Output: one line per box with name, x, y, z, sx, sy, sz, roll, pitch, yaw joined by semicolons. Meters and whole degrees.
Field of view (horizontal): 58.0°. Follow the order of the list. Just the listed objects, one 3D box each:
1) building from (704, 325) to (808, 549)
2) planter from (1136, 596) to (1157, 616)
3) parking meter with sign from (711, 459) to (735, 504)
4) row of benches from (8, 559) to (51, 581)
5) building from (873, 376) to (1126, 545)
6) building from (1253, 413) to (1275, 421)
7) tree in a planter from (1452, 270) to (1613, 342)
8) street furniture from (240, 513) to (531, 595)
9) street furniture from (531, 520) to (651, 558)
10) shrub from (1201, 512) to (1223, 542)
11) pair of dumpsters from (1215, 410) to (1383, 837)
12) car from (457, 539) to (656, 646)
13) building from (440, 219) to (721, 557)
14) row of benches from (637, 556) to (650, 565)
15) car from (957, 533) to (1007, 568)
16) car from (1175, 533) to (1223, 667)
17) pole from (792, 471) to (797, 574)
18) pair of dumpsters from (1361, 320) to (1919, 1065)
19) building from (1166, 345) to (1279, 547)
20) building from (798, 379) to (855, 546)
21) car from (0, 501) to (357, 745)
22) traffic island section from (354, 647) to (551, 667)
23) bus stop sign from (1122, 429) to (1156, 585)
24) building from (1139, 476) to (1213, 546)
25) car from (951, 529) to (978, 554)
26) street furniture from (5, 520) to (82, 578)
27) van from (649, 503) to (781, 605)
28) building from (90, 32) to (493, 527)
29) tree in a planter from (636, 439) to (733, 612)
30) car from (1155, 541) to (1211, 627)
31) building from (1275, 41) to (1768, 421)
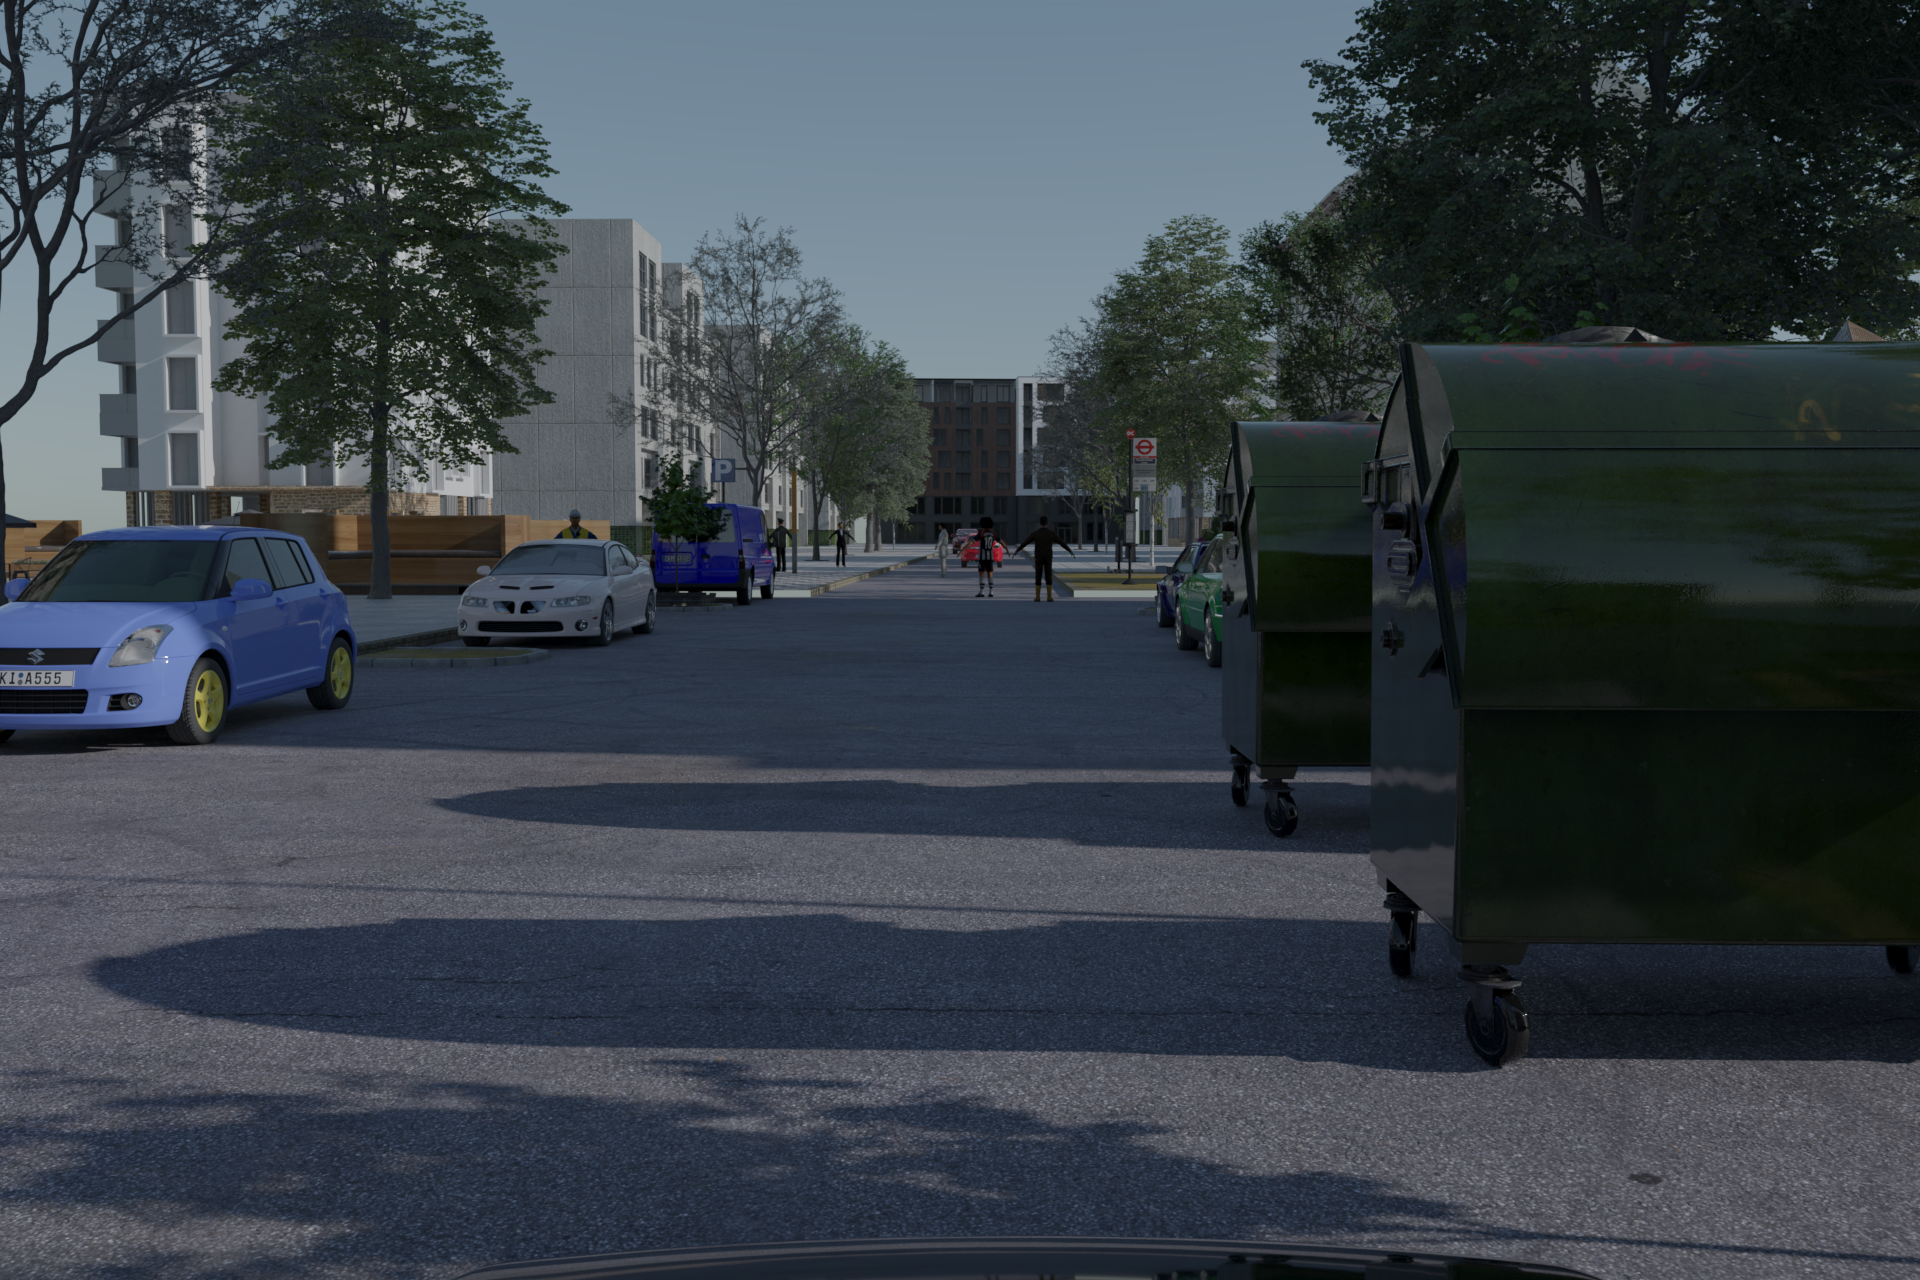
building;-24.615;-18.097;162.343;16.747;18.905;31.486;0;4;2
planter;4.201;-0.617;31.227;1.991;0.319;1.994;0;4;2
parking meter with sign;-5.413;-2.728;40.864;0.543;3.016;1.738;0;4;3
row of benches;-22.344;-1.782;44.604;4.104;0.672;1.422;-2;4;-34
building;4.422;-23.846;236.313;32.646;21.610;27.936;0;4;-4
building;25.587;-10.636;116.047;9.099;9.664;28.070;0;4;2
tree in a planter;3.793;-0.890;11.774;1.991;3.239;1.994;0;4;1
street furniture;-13.768;-2.078;40.830;11.010;1.723;9.812;0;4;4
street furniture;-12.963;-2.998;55.869;11.010;1.723;9.812;-3;5;-39
shrub;6.999;-2.504;44.981;1.661;2.075;1.752;0;3;0
pair of dumpsters;3.519;-0.227;8.660;4.436;2.255;1.574;0;4;0
car;-5.381;-0.688;23.610;2.083;1.381;4.827;0;4;1
building;-26.432;-15.096;113.270;16.747;18.905;31.486;0;4;1
row of benches;-10.229;-2.054;49.054;4.104;0.672;1.422;2;4;27
car;0.954;-4.041;75.115;2.155;1.783;4.494;0;4;1
car;3.556;-0.684;19.984;1.959;1.807;4.718;0;4;0
pole;-5.364;-3.808;56.110;0.158;3.312;0.155;0;3;0
pair of dumpsters;3.462;-0.009;5.091;4.436;2.255;1.574;0;4;2
building;26.946;-19.906;181.889;16.016;20.090;11.380;0;4;2
building;-22.292;-20.738;205.515;16.747;18.905;31.486;0;4;2
car;-5.918;-0.203;12.908;1.945;1.707;3.694;0;4;1
traffic island section;-5.751;0.198;19.623;1.991;0.108;1.994;0;4;2
bus stop sign;4.536;-3.377;43.923;0.855;3.939;0.416;0;4;1
building;31.226;-20.878;207.805;16.747;18.905;31.486;0;4;1
car;0.510;-7.051;123.960;2.281;1.827;5.304;0;4;1
street furniture;-30.568;-2.803;52.679;9.812;1.723;11.010;3;5;42
van;-5.113;-1.970;36.586;2.240;2.365;5.245;0;4;2
building;-26.826;-12.871;66.868;16.016;20.090;11.380;0;4;1
tree in a planter;-5.381;-2.177;32.810;1.991;3.239;1.994;0;4;2
car;3.896;-0.786;25.439;1.945;1.354;3.894;0;4;0
building;26.232;-15.518;84.650;19.493;23.208;18.063;0;4;1
